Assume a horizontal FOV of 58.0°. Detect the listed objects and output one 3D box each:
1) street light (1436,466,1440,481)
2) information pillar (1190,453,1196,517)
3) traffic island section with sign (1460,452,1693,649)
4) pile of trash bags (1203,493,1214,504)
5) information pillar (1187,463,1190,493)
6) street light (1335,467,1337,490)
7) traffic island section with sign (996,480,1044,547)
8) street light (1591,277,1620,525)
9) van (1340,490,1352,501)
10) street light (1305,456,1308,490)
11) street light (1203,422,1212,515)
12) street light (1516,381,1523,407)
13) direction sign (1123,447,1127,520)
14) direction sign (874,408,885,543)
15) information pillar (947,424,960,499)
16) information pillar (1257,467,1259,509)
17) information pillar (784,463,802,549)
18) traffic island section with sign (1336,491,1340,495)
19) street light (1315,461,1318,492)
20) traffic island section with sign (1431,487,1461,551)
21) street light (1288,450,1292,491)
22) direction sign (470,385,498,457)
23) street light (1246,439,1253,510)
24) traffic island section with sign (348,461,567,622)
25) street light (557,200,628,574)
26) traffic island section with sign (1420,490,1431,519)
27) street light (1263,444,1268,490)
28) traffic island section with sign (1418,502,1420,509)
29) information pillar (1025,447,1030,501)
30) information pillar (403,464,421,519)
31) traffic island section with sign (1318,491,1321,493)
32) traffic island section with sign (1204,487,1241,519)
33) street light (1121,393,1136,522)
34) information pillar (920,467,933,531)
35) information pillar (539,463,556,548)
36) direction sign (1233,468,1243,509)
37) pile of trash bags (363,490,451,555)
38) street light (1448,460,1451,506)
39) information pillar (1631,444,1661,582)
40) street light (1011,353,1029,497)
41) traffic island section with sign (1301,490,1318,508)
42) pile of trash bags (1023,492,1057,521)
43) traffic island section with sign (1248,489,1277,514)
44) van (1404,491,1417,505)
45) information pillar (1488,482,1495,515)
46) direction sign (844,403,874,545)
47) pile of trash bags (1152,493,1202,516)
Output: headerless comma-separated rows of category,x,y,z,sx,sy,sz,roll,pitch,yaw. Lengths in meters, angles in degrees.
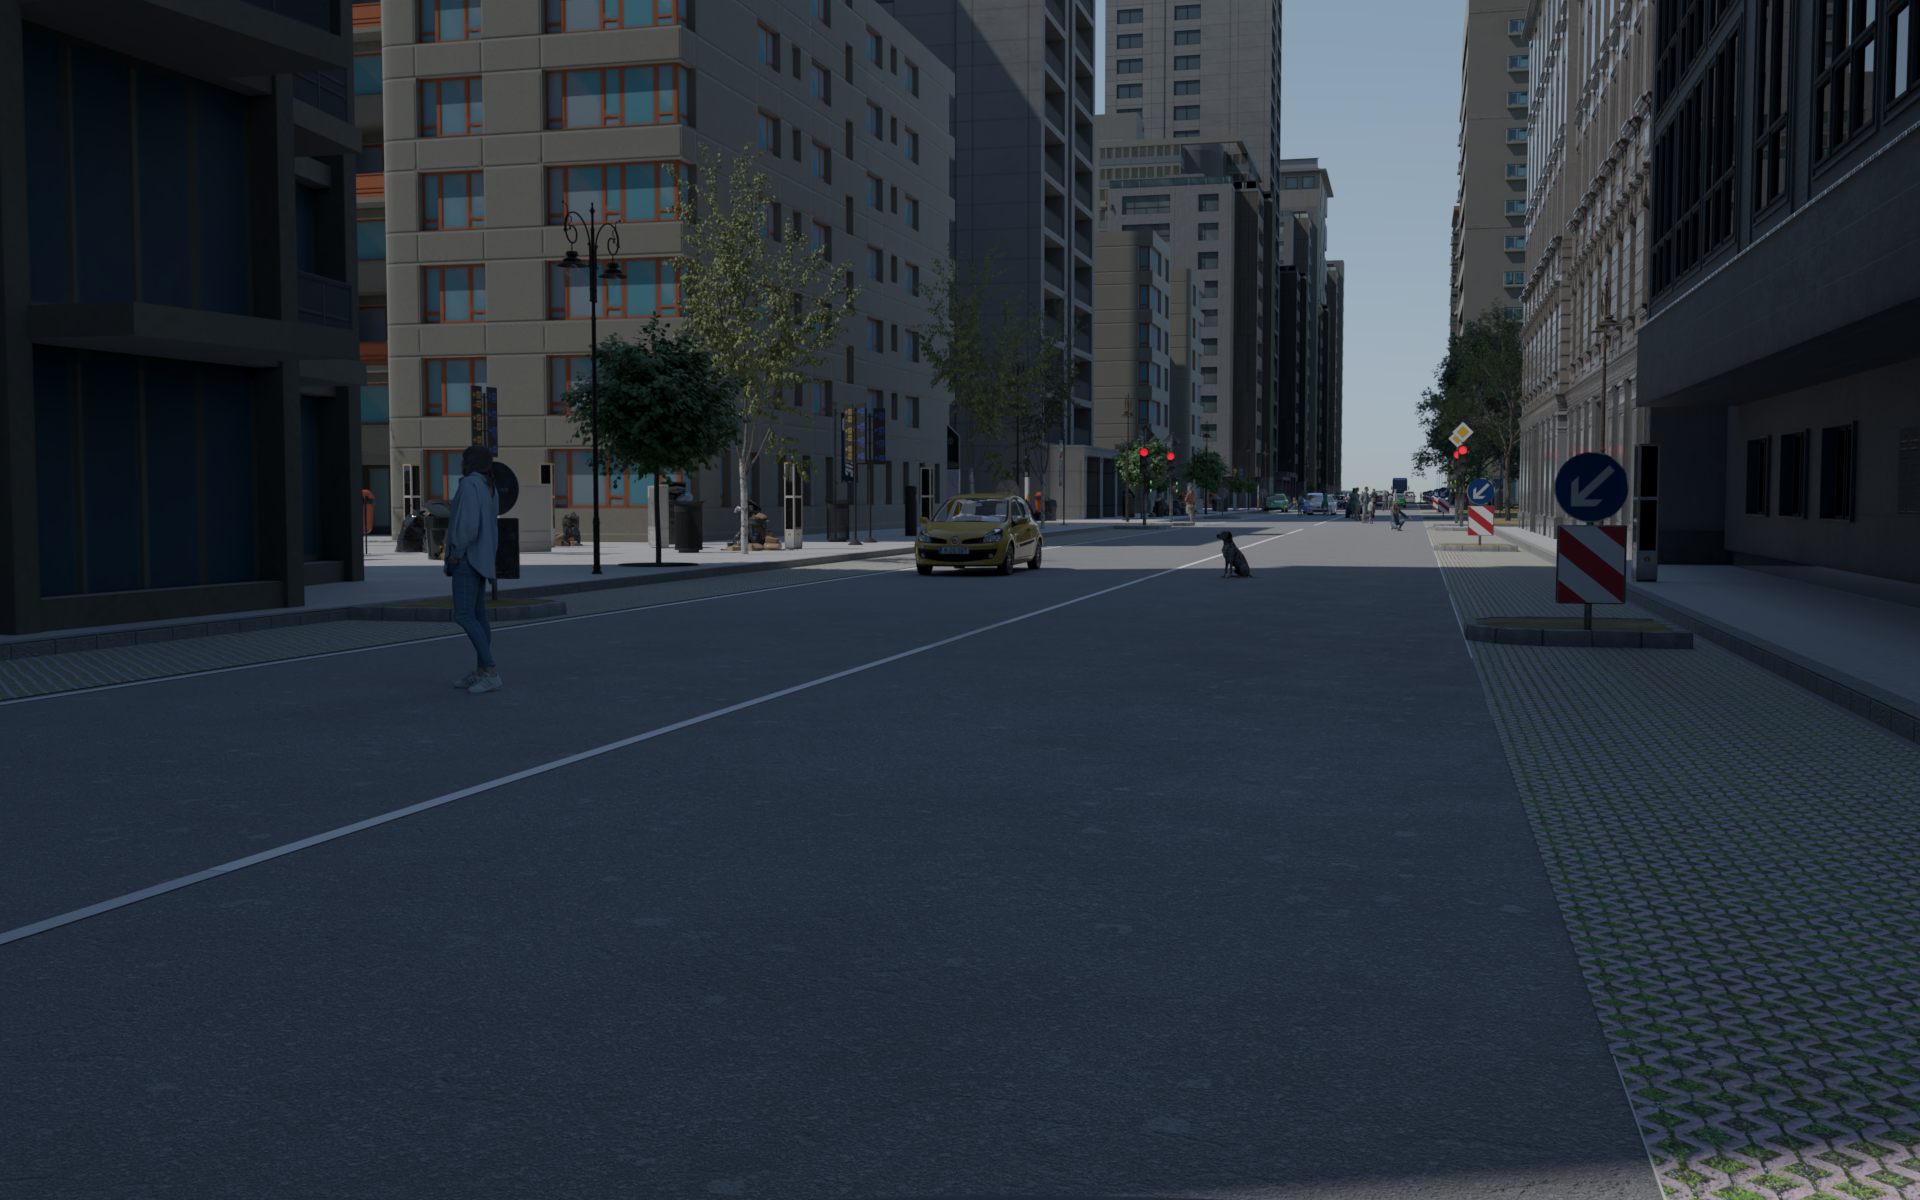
street light,83.070,-20.111,301.597,0.468,5.910,1.993,1,4,15
information pillar,13.392,-6.586,99.036,0.183,3.616,0.504,1,4,8
traffic island section with sign,6.013,-0.514,17.037,1.989,1.847,2.006,1,4,15
pile of trash bags,19.943,-8.300,145.453,3.447,1.369,1.912,3,5,40
information pillar,16.400,-8.086,123.568,0.504,3.616,0.183,-1,4,-21
street light,63.331,-19.491,291.460,0.468,5.910,1.993,1,4,15
traffic island section with sign,1.206,-2.330,46.716,1.989,1.847,2.006,1,4,15
street light,13.793,-3.935,37.127,0.468,5.910,1.993,1,4,15
van,41.700,-10.988,186.668,2.013,2.044,4.112,1,4,15
street light,42.227,-14.582,211.197,0.468,5.910,1.993,1,4,15
street light,15.400,-8.277,108.124,0.468,5.910,1.993,1,4,15
street light,21.518,-5.716,66.239,0.468,5.910,1.993,1,4,15
direction sign,8.092,-5.643,84.263,0.379,3.537,0.876,0,4,1
direction sign,-2.368,-3.278,45.589,0.876,3.537,0.379,-2,4,-27
information pillar,-0.228,-4.086,58.158,0.504,3.616,0.183,2,4,32
information pillar,25.413,-9.554,147.567,0.183,3.616,0.504,1,4,9
information pillar,-3.888,-2.197,40.420,0.304,2.012,0.304,2,4,35
traffic island section with sign,55.596,-15.021,254.225,1.989,1.847,2.006,1,4,15
street light,48.117,-15.957,233.676,0.468,5.910,1.993,1,4,15
traffic island section with sign,13.015,-2.149,43.761,1.989,1.847,2.006,1,4,15
street light,34.645,-12.810,182.234,0.468,5.910,1.993,1,4,15
direction sign,-10.004,-2.721,36.491,0.379,3.537,0.876,1,4,20
street light,22.847,-10.049,137.088,0.468,5.910,1.993,1,4,15
traffic island section with sign,-5.728,-0.711,20.253,1.989,1.847,2.006,1,4,15
street light,-5.824,-3.353,27.603,0.468,5.910,1.993,1,4,15
traffic island section with sign,27.136,-5.443,97.626,1.989,1.847,2.006,1,4,15
street light,27.041,-11.037,153.237,0.468,5.910,1.993,1,4,15
traffic island section with sign,33.969,-7.038,123.704,1.989,1.847,2.006,1,4,15
information pillar,3.299,-5.737,85.150,0.183,3.616,0.504,-1,4,-15
information pillar,-13.440,-2.326,42.515,0.304,2.012,0.304,2,4,33
traffic island section with sign,41.771,-11.792,201.430,1.989,1.847,2.006,1,4,15
traffic island section with sign,15.203,-5.594,100.084,1.989,1.847,2.006,1,4,15
street light,7.686,-6.513,79.278,0.468,5.910,1.993,1,4,15
information pillar,-0.918,-2.660,47.989,0.304,2.012,0.304,1,4,13
information pillar,-9.872,-2.260,41.448,0.304,2.012,0.304,0,4,-2
direction sign,23.932,-9.617,149.229,0.876,3.537,0.379,2,4,27
pile of trash bags,-11.713,-1.718,37.841,3.447,1.369,1.912,-3,5,-42
street light,54.297,-13.421,192.226,0.468,5.910,1.993,1,4,15
information pillar,10.028,-1.274,25.324,0.304,2.012,0.304,0,4,8
street light,1.902,-5.147,56.948,0.468,5.910,1.993,1,4,15
traffic island section with sign,34.909,-10.192,175.265,1.989,1.847,2.006,1,4,15
pile of trash bags,3.688,-4.447,82.463,1.912,1.369,3.447,0,4,-3
traffic island section with sign,22.195,-7.227,126.790,1.989,1.847,2.006,1,4,15
van,60.851,-13.927,234.713,2.013,2.044,4.112,1,4,13
information pillar,32.147,-6.134,104.776,0.304,2.012,0.304,-2,4,-33
direction sign,-2.631,-3.151,43.513,0.379,3.537,0.876,-3,5,-39
pile of trash bags,12.700,-5.696,102.886,1.912,1.369,3.447,2,4,28
